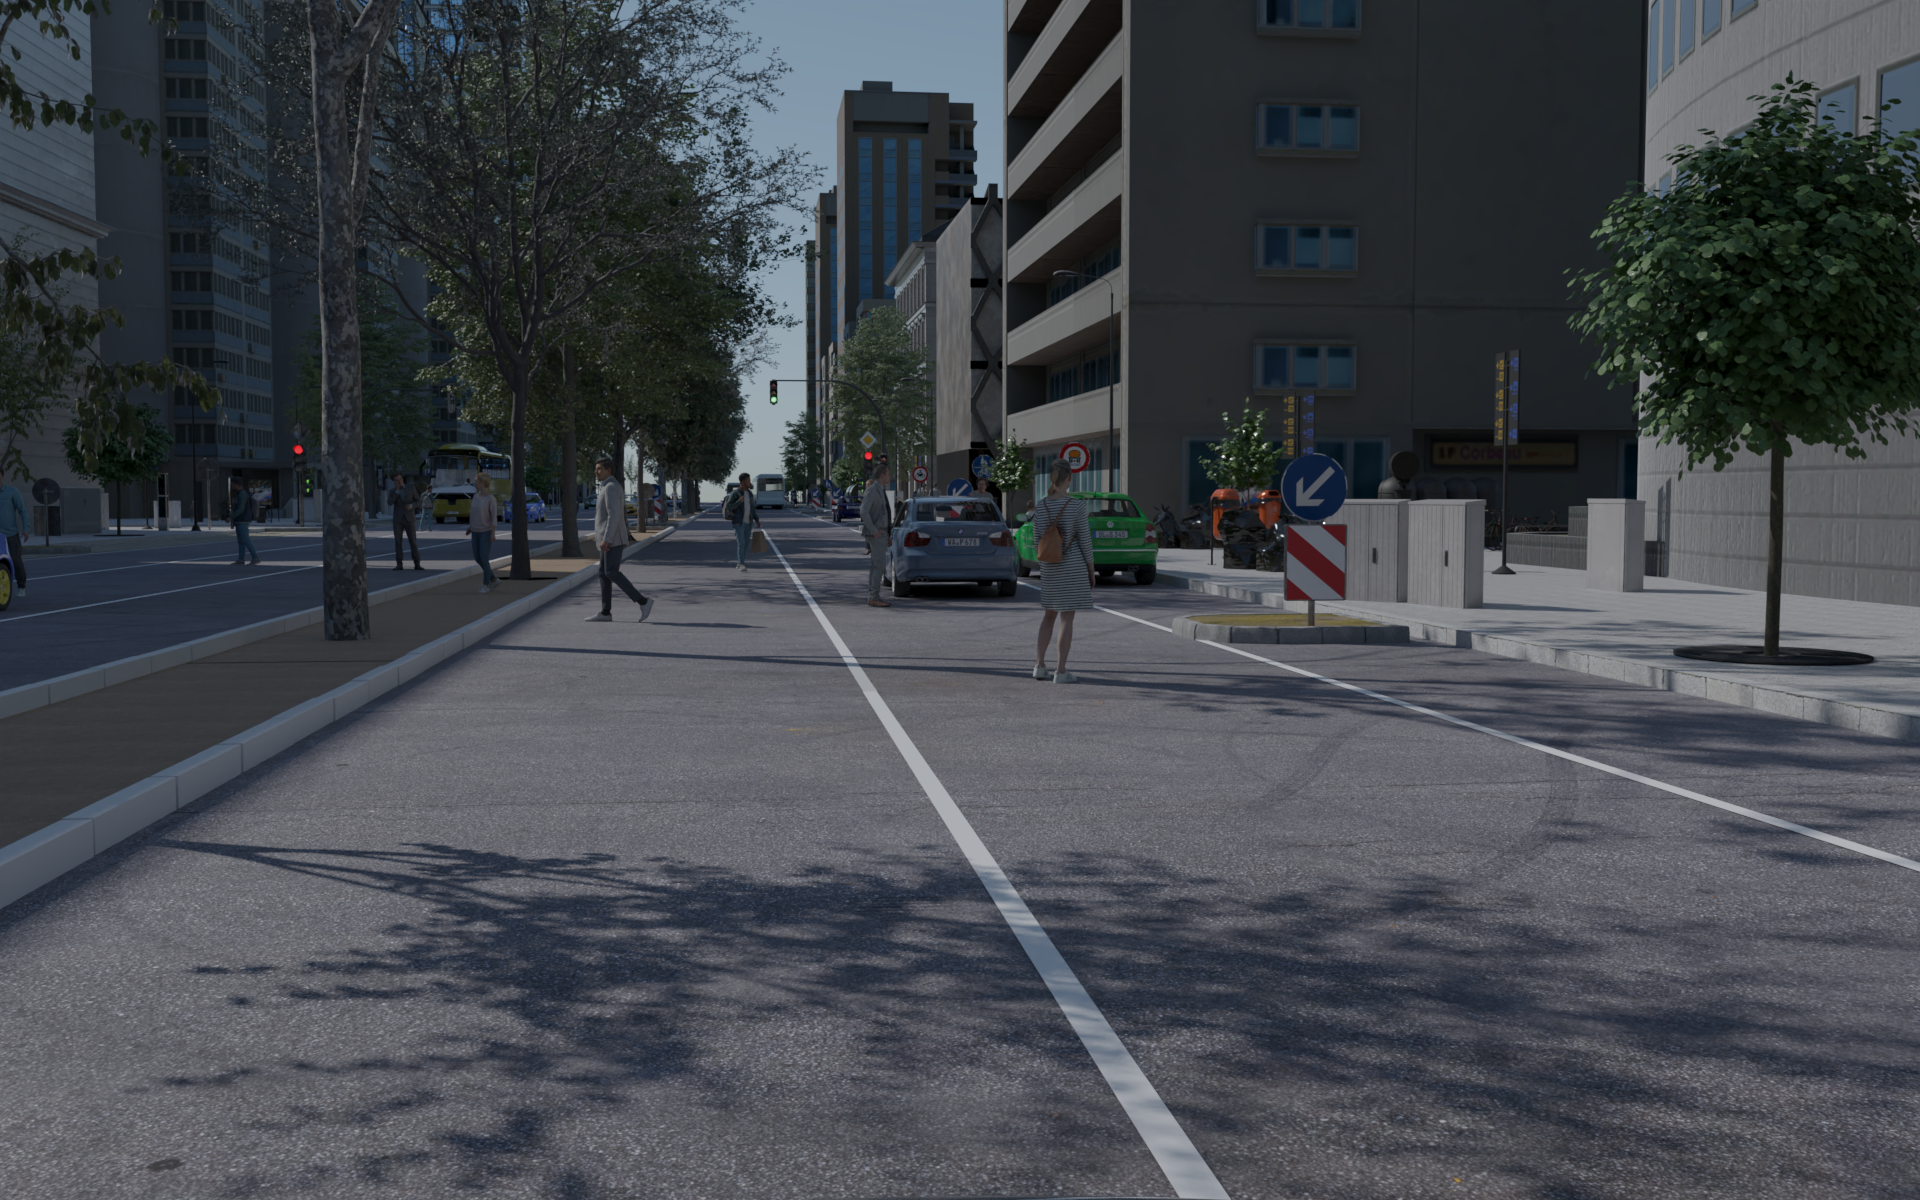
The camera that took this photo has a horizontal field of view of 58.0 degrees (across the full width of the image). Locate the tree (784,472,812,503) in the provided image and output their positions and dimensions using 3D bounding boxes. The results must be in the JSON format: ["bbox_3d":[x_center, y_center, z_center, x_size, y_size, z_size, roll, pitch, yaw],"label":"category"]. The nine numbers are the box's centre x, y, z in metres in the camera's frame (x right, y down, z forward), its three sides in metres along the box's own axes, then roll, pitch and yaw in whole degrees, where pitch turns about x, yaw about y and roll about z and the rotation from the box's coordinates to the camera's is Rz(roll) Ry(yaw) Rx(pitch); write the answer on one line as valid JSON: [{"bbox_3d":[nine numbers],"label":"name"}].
[{"bbox_3d":[-23.052,-16.263,249.609,4.285,4.588,4.351,0,3,0],"label":"tree"}]

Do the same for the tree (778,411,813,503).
[{"bbox_3d":[-20.984,-19.418,235.611,7.486,12.596,7.792,0,3,0],"label":"tree"}]

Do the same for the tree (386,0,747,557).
[{"bbox_3d":[-8.679,-7.216,38.559,7.486,12.596,7.792,0,3,0],"label":"tree"}]

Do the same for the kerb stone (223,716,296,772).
[{"bbox_3d":[-3.811,0.782,9.402,0.120,0.150,1.000,0,4,-7],"label":"kerb stone"}]

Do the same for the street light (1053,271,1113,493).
[{"bbox_3d":[2.636,-3.895,36.227,1.470,5.913,1.316,0,4,-7],"label":"street light"}]

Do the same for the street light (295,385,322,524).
[{"bbox_3d":[-27.794,-6.213,74.118,1.470,5.913,1.316,0,4,-7],"label":"street light"}]

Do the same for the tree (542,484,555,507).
[{"bbox_3d":[-41.004,-10.827,171.618,1.663,3.219,1.824,0,3,0],"label":"tree"}]

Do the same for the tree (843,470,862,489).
[{"bbox_3d":[-7.329,-7.889,123.593,1.663,3.219,1.824,0,3,0],"label":"tree"}]

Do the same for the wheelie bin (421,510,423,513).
[{"bbox_3d":[-34.946,-6.468,113.661,0.693,1.594,0.980,1,4,21],"label":"wheelie bin"}]

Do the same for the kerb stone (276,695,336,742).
[{"bbox_3d":[-3.947,0.721,10.415,0.120,0.150,1.000,0,4,-7],"label":"kerb stone"}]

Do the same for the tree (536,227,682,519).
[{"bbox_3d":[-9.290,-5.661,45.372,4.737,8.622,4.395,0,3,0],"label":"tree"}]

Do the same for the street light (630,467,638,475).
[{"bbox_3d":[-56.601,-20.067,300.637,1.470,5.913,1.316,0,4,-7],"label":"street light"}]

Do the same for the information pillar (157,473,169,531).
[{"bbox_3d":[-27.997,-3.446,60.840,0.304,2.012,0.304,-1,4,-12],"label":"information pillar"}]

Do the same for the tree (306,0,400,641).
[{"bbox_3d":[-4.701,-9.623,15.686,12.611,20.169,13.585,0,3,0],"label":"tree"}]

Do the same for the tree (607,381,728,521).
[{"bbox_3d":[-15.856,-10.018,92.005,9.928,11.665,9.643,0,3,0],"label":"tree"}]

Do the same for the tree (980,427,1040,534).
[{"bbox_3d":[1.551,-3.392,50.055,1.663,3.219,1.824,0,3,0],"label":"tree"}]

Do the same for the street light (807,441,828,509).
[{"bbox_3d":[-13.225,-11.519,160.877,1.470,5.913,1.316,0,4,-7],"label":"street light"}]

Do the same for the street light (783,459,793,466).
[{"bbox_3d":[-23.628,-16.496,242.248,1.470,5.913,1.316,0,4,-7],"label":"street light"}]

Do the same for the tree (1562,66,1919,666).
[{"bbox_3d":[6.311,-1.824,13.531,4.285,4.588,4.351,0,3,0],"label":"tree"}]

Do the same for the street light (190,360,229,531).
[{"bbox_3d":[-25.981,-5.349,59.998,1.470,5.913,1.316,0,4,-7],"label":"street light"}]

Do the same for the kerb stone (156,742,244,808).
[{"bbox_3d":[-3.681,0.845,8.372,0.120,0.150,1.000,0,4,-7],"label":"kerb stone"}]

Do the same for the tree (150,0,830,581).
[{"bbox_3d":[-7.365,-7.079,28.565,12.009,13.543,11.850,0,3,0],"label":"tree"}]

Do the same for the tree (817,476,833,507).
[{"bbox_3d":[-13.942,-11.227,178.159,1.663,3.219,1.824,0,3,0],"label":"tree"}]

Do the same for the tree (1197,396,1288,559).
[{"bbox_3d":[5.731,-2.431,34.345,1.663,3.219,1.824,0,3,0],"label":"tree"}]

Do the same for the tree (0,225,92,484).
[{"bbox_3d":[-25.782,-5.892,46.696,4.737,8.622,4.395,0,3,0],"label":"tree"}]

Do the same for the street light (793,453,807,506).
[{"bbox_3d":[-17.608,-13.554,194.142,1.470,5.913,1.316,0,4,-7],"label":"street light"}]

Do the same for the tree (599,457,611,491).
[{"bbox_3d":[-52.677,-18.965,260.445,4.360,8.622,3.978,0,3,0],"label":"tree"}]

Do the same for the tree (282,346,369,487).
[{"bbox_3d":[-30.384,-8.107,82.911,4.737,8.622,4.395,0,3,0],"label":"tree"}]

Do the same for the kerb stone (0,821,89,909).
[{"bbox_3d":[-3.420,0.972,6.340,0.120,0.150,1.000,0,4,-7],"label":"kerb stone"}]

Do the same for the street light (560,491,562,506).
[{"bbox_3d":[-41.675,-12.894,183.350,1.470,5.913,1.316,0,4,-7],"label":"street light"}]

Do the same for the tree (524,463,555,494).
[{"bbox_3d":[-39.483,-10.907,162.049,4.285,4.588,4.351,0,3,0],"label":"tree"}]

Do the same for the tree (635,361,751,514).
[{"bbox_3d":[-20.913,-13.813,134.961,9.857,13.997,8.962,0,3,0],"label":"tree"}]

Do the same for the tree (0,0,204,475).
[{"bbox_3d":[-4.825,-3.337,7.384,4.360,8.622,3.978,0,3,0],"label":"tree"}]

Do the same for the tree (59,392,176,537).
[{"bbox_3d":[-25.693,-4.225,52.798,4.285,4.588,4.351,0,3,0],"label":"tree"}]

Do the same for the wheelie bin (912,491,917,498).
[{"bbox_3d":[-2.586,-6.140,108.304,0.693,1.594,0.980,1,4,15],"label":"wheelie bin"}]

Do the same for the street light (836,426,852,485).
[{"bbox_3d":[-7.996,-8.936,118.650,1.470,5.913,1.316,0,4,-7],"label":"street light"}]

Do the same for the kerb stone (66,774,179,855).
[{"bbox_3d":[-3.553,0.908,7.353,0.120,0.150,1.000,0,4,-7],"label":"kerb stone"}]

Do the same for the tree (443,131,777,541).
[{"bbox_3d":[-10.387,-8.132,52.428,9.611,12.733,9.660,0,3,0],"label":"tree"}]

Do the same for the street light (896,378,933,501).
[{"bbox_3d":[-1.670,-5.930,69.502,1.470,5.913,1.316,0,4,-7],"label":"street light"}]

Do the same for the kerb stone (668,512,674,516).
[{"bbox_3d":[-20.235,-6.064,121.508,0.120,0.150,1.000,0,4,-7],"label":"kerb stone"}]

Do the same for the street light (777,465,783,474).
[{"bbox_3d":[-28.027,-18.593,276.534,1.470,5.913,1.316,0,4,-7],"label":"street light"}]

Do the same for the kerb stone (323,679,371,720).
[{"bbox_3d":[-4.070,0.665,11.430,0.120,0.150,1.000,0,4,-7],"label":"kerb stone"}]

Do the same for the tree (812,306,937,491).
[{"bbox_3d":[-4.799,-11.425,104.923,7.486,12.596,7.792,0,3,0],"label":"tree"}]

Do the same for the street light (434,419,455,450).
[{"bbox_3d":[-32.007,-8.249,107.404,1.470,5.913,1.316,0,4,-7],"label":"street light"}]

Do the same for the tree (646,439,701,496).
[{"bbox_3d":[-17.317,-9.307,104.988,4.360,8.622,3.978,0,3,0],"label":"tree"}]

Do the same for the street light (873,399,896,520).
[{"bbox_3d":[-3.677,-6.882,85.056,1.470,5.913,1.316,0,4,-7],"label":"street light"}]

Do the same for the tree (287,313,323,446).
[{"bbox_3d":[-30.862,-10.471,89.325,7.486,12.596,7.792,0,3,0],"label":"tree"}]

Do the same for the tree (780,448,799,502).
[{"bbox_3d":[-26.209,-19.495,269.101,4.360,8.622,3.978,0,3,0],"label":"tree"}]

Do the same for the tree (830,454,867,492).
[{"bbox_3d":[-8.559,-9.300,135.773,4.285,4.588,4.351,0,3,0],"label":"tree"}]

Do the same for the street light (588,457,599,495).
[{"bbox_3d":[-45.988,-14.929,216.624,1.470,5.913,1.316,0,4,-7],"label":"street light"}]
